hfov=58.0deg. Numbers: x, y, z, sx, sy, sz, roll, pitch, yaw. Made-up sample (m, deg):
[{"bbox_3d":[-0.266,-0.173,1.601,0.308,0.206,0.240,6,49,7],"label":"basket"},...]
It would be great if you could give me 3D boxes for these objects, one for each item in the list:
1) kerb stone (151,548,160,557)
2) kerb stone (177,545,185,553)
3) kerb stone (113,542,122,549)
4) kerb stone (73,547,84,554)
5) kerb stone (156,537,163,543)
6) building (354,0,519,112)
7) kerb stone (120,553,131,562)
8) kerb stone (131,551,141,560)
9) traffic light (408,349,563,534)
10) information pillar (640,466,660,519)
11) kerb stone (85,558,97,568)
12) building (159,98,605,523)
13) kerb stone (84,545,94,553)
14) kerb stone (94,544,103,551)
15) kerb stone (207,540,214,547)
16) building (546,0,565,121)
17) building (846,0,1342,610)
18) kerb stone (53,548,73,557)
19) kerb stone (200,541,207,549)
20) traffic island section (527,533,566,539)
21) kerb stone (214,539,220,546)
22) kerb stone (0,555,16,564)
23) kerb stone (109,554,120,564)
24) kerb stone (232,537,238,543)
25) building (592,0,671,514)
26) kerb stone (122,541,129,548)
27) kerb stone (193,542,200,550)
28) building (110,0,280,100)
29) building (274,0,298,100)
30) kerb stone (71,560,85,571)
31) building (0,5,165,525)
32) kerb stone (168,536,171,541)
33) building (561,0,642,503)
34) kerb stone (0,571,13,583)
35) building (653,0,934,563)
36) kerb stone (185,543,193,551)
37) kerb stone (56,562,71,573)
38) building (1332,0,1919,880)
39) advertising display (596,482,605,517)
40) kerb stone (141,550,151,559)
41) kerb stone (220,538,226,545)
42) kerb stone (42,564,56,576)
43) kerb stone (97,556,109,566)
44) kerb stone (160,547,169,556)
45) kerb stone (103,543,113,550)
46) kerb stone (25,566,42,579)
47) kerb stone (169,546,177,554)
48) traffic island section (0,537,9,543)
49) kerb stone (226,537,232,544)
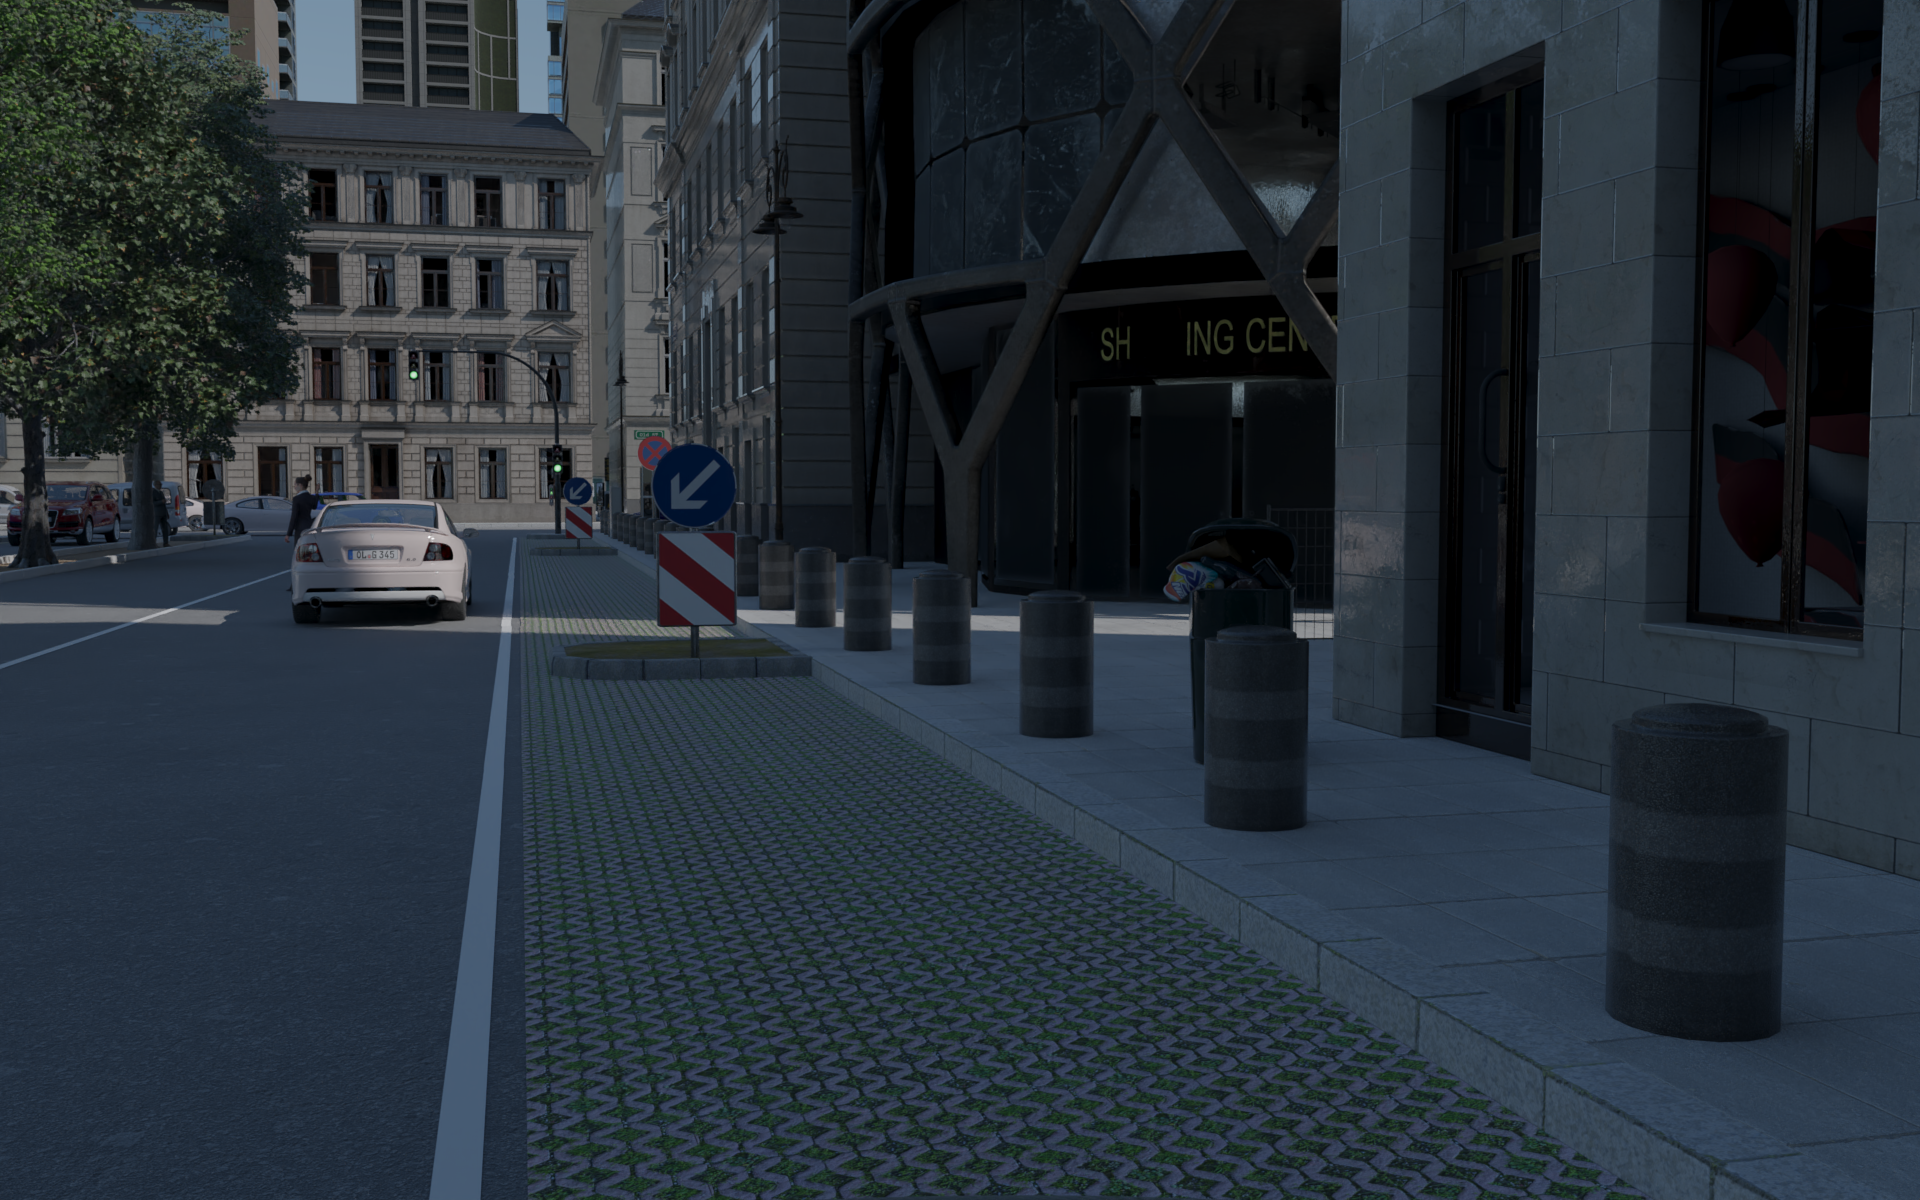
[{"bbox_3d":[-18.526,-1.066,39.626,0.120,0.150,1.000,-1,4,-14],"label":"kerb stone"},{"bbox_3d":[-19.283,-1.241,42.613,0.120,0.150,1.000,-1,4,-14],"label":"kerb stone"},{"bbox_3d":[-22.097,-1.405,45.163,0.120,0.150,1.000,-1,4,-14],"label":"kerb stone"},{"bbox_3d":[-21.084,-1.160,41.168,0.120,0.150,1.000,-1,4,-14],"label":"kerb stone"},{"bbox_3d":[-23.619,-1.768,51.133,0.120,0.150,1.000,-1,4,-14],"label":"kerb stone"},{"bbox_3d":[-70.594,-48.841,236.800,20.611,71.187,20.563,-1,4,-14],"label":"building"},{"bbox_3d":[-17.769,-0.883,36.641,0.120,0.150,1.000,-1,4,-14],"label":"kerb stone"},{"bbox_3d":[-18.024,-0.945,37.639,0.120,0.150,1.000,-1,4,-14],"label":"kerb stone"},{"bbox_3d":[-14.977,-4.915,55.030,4.771,5.953,1.251,-1,4,-14],"label":"traffic light"},{"bbox_3d":[-7.131,-2.169,39.950,0.304,2.012,0.304,1,4,17],"label":"information pillar"},{"bbox_3d":[-17.001,-0.701,33.665,0.120,0.150,1.000,-1,4,-14],"label":"kerb stone"},{"bbox_3d":[-26.411,-13.175,80.032,19.286,19.102,10.561,-1,4,-14],"label":"building"},{"bbox_3d":[-21.335,-1.219,42.167,0.120,0.150,1.000,-1,4,-14],"label":"kerb stone"},{"bbox_3d":[-21.593,-1.282,43.159,0.120,0.150,1.000,-1,4,-14],"label":"kerb stone"},{"bbox_3d":[-20.296,-1.492,46.591,0.120,0.150,1.000,-1,4,-14],"label":"kerb stone"},{"bbox_3d":[-45.975,-56.975,244.214,31.000,86.520,22.319,-1,4,-14],"label":"building"},{"bbox_3d":[6.581,-9.633,24.950,16.820,18.784,16.811,-1,4,-14],"label":"building"},{"bbox_3d":[-20.828,-1.099,40.170,0.120,0.150,1.000,-1,4,-14],"label":"kerb stone"},{"bbox_3d":[-20.049,-1.429,45.590,0.120,0.150,1.000,-1,4,-14],"label":"kerb stone"},{"bbox_3d":[-12.930,-2.051,55.807,2.009,0.180,2.903,-1,4,-14],"label":"traffic island section"},{"bbox_3d":[-20.551,-1.551,47.584,0.120,0.150,1.000,-1,4,-14],"label":"kerb stone"},{"bbox_3d":[-19.810,-0.854,36.186,0.120,0.150,1.000,-1,4,-14],"label":"kerb stone"},{"bbox_3d":[-17.517,-0.823,35.648,0.120,0.150,1.000,-1,4,-14],"label":"kerb stone"},{"bbox_3d":[-21.307,-1.734,50.568,0.120,0.150,1.000,-1,4,-14],"label":"kerb stone"},{"bbox_3d":[3.604,-19.255,91.239,44.131,29.872,17.030,-1,4,-14],"label":"building"},{"bbox_3d":[-22.355,-1.462,46.156,0.120,0.150,1.000,-1,4,-14],"label":"kerb stone"},{"bbox_3d":[-19.784,-1.370,44.600,0.120,0.150,1.000,-1,4,-14],"label":"kerb stone"},{"bbox_3d":[-64.101,-30.136,142.838,14.600,45.320,14.200,-1,4,-14],"label":"building"},{"bbox_3d":[-73.594,-51.998,162.845,22.319,86.520,31.000,-1,4,-14],"label":"building"},{"bbox_3d":[-16.746,-0.634,32.671,0.120,0.150,1.000,-1,4,-14],"label":"kerb stone"},{"bbox_3d":[-51.283,-14.895,76.825,30.059,22.955,16.112,-1,4,-14],"label":"building"},{"bbox_3d":[-23.876,-1.828,52.134,0.120,0.150,1.000,-1,4,-14],"label":"kerb stone"},{"bbox_3d":[-25.257,-32.769,159.470,21.300,48.544,21.600,-1,4,-14],"label":"building"},{"bbox_3d":[-15.738,-0.398,28.696,0.120,0.150,1.000,-1,4,-14],"label":"kerb stone"},{"bbox_3d":[-0.865,-15.114,44.384,12.463,27.353,25.104,-1,4,-14],"label":"building"},{"bbox_3d":[-19.528,-1.310,43.608,0.120,0.150,1.000,-1,4,-14],"label":"kerb stone"},{"bbox_3d":[-16.495,-0.577,31.677,0.120,0.150,1.000,-1,4,-14],"label":"kerb stone"},{"bbox_3d":[9.223,-9.030,2.394,10.420,20.320,16.860,-1,4,-14],"label":"building"},{"bbox_3d":[-19.815,-5.520,95.464,0.123,1.923,0.974,-2,4,-32],"label":"advertising display"},{"bbox_3d":[-18.276,-1.002,38.632,0.120,0.150,1.000,-1,4,-14],"label":"kerb stone"},{"bbox_3d":[-20.804,-1.614,48.579,0.120,0.150,1.000,-1,4,-14],"label":"kerb stone"},{"bbox_3d":[-16.251,-0.519,30.682,0.120,0.150,1.000,-1,4,-14],"label":"kerb stone"},{"bbox_3d":[-17.261,-0.761,34.656,0.120,0.150,1.000,-1,4,-14],"label":"kerb stone"},{"bbox_3d":[-18.768,-1.127,40.622,0.120,0.150,1.000,-1,4,-14],"label":"kerb stone"},{"bbox_3d":[-21.841,-1.343,44.153,0.120,0.150,1.000,-1,4,-14],"label":"kerb stone"},{"bbox_3d":[-15.988,-0.458,29.690,0.120,0.150,1.000,-1,4,-14],"label":"kerb stone"},{"bbox_3d":[-19.031,-1.188,41.616,0.120,0.150,1.000,-1,4,-14],"label":"kerb stone"},{"bbox_3d":[-29.205,-1.798,51.684,2.009,0.180,2.903,-1,4,-14],"label":"traffic island section"},{"bbox_3d":[-21.053,-1.675,49.576,0.120,0.150,1.000,-1,4,-14],"label":"kerb stone"}]
